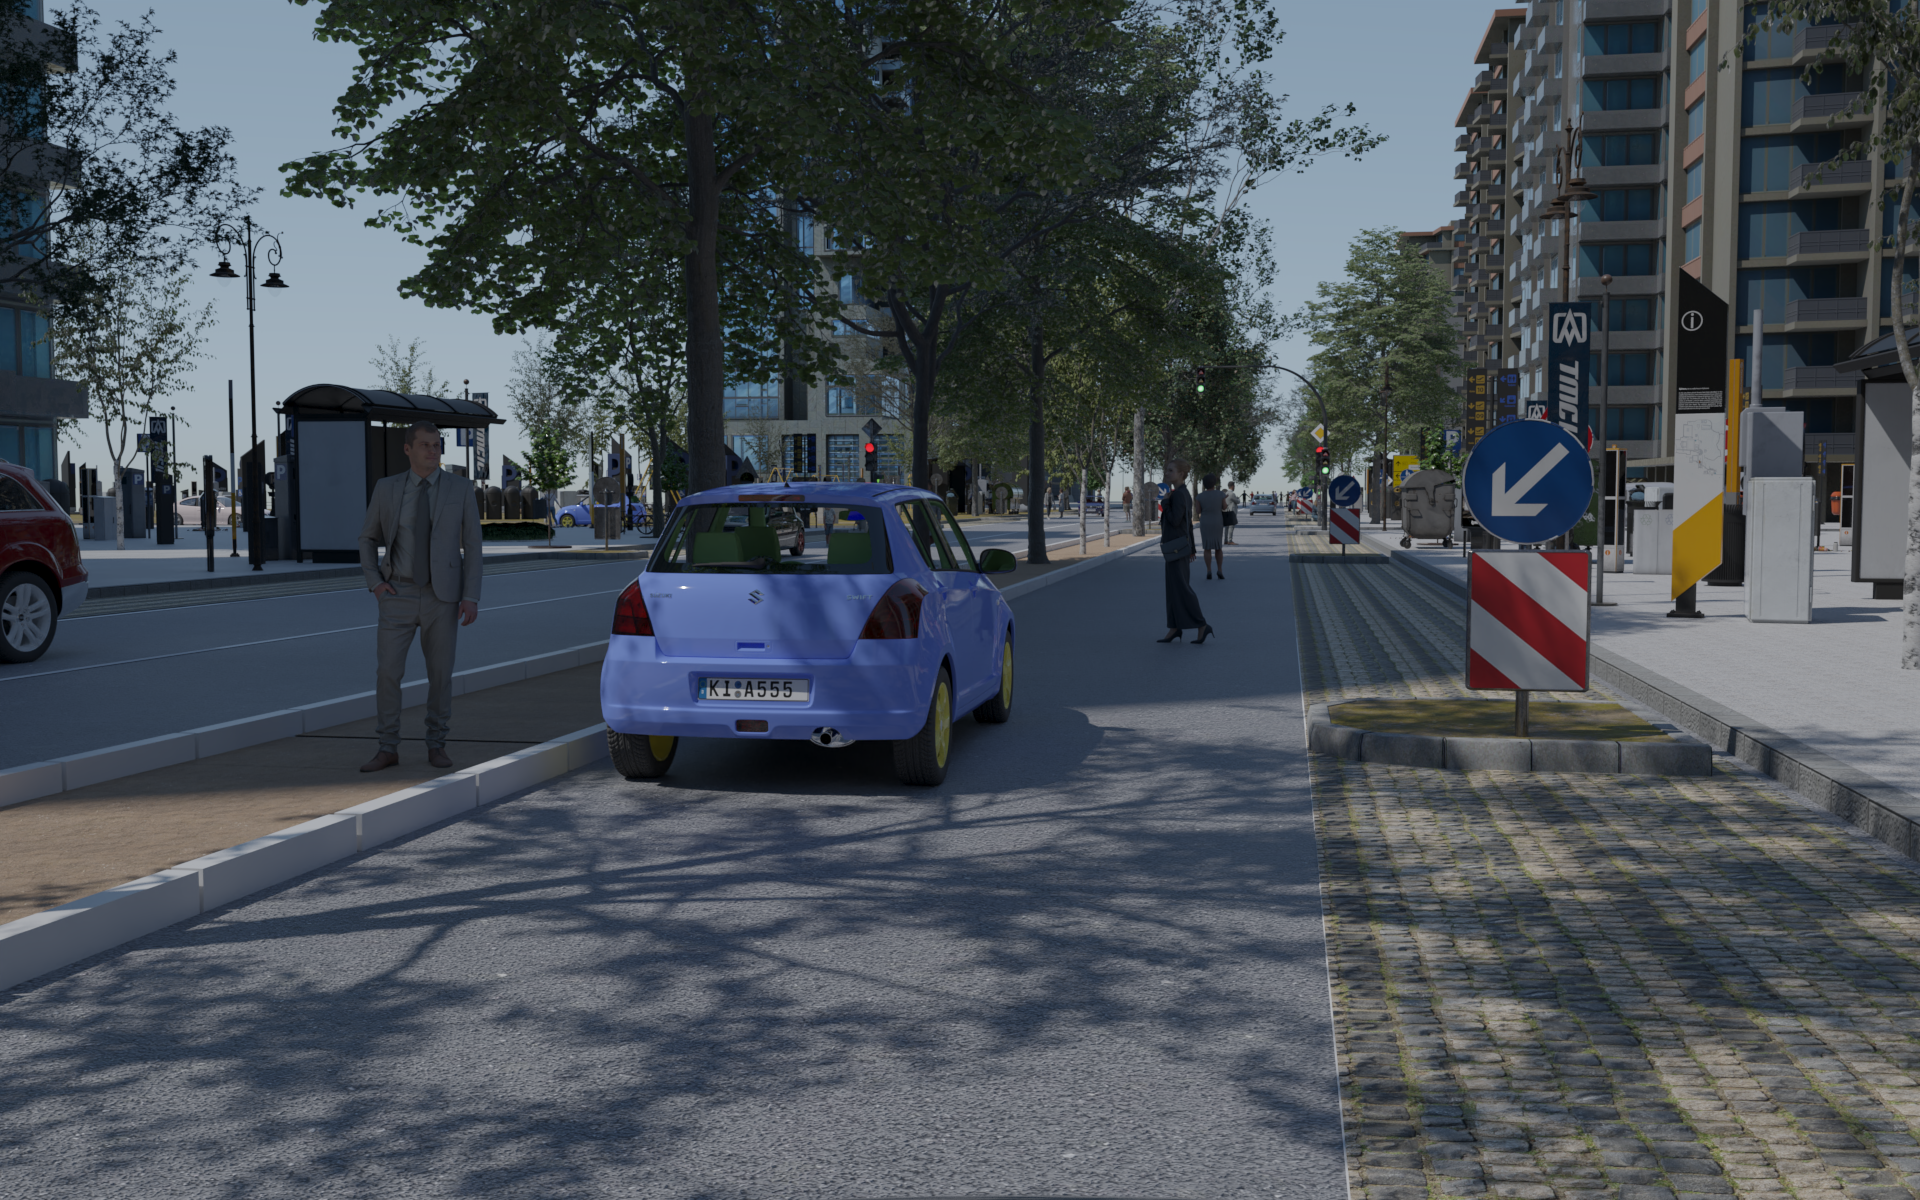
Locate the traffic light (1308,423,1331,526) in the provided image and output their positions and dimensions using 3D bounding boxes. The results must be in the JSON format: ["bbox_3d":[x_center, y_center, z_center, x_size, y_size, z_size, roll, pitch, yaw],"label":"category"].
[{"bbox_3d":[14.261,-4.880,68.706,0.839,4.253,0.868,1,4,11],"label":"traffic light"}]

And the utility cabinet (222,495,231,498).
[{"bbox_3d":[-41.098,-5.304,97.882,0.306,1.237,1.020,3,5,43],"label":"utility cabinet"}]

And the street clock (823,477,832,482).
[{"bbox_3d":[-5.558,-4.162,72.617,0.358,2.002,0.471,-2,4,-24],"label":"street clock"}]

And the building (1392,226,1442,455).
[{"bbox_3d":[81.573,-38.243,279.902,22.147,44.769,28.867,1,4,11],"label":"building"}]

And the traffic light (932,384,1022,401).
[{"bbox_3d":[0.294,-5.911,71.319,4.771,5.953,1.251,1,4,11],"label":"traffic light"}]

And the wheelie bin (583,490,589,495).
[{"bbox_3d":[-31.167,-8.393,145.134,0.980,1.594,0.693,-2,4,-23],"label":"wheelie bin"}]

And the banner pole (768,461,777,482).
[{"bbox_3d":[-14.124,-8.570,130.131,0.863,3.779,0.401,-1,4,-13],"label":"banner pole"}]

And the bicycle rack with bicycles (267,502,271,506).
[{"bbox_3d":[-58.517,-7.989,143.998,2.925,0.926,2.852,3,5,41],"label":"bicycle rack with bicycles"}]

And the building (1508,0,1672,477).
[{"bbox_3d":[51.476,-30.734,122.113,23.786,49.044,30.456,1,4,11],"label":"building"}]

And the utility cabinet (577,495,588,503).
[{"bbox_3d":[-25.153,-6.377,115.426,1.020,1.237,0.306,-1,4,-14],"label":"utility cabinet"}]

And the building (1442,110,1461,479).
[{"bbox_3d":[63.969,-32.329,183.203,22.147,44.769,28.867,1,4,11],"label":"building"}]

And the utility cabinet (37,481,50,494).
[{"bbox_3d":[-14.848,-1.154,27.544,1.173,1.500,0.318,3,5,40],"label":"utility cabinet"}]

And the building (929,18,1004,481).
[{"bbox_3d":[-10.374,-37.062,195.206,28.713,52.752,27.495,1,4,11],"label":"building"}]

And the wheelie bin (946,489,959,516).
[{"bbox_3d":[-0.467,-5.687,100.890,0.693,1.594,0.980,-1,4,-11],"label":"wheelie bin"}]

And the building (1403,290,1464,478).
[{"bbox_3d":[73.467,-29.815,259.169,14.160,30.474,14.107,1,4,11],"label":"building"}]

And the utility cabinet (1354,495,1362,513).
[{"bbox_3d":[26.195,-6.357,115.106,1.020,1.237,0.306,0,4,2],"label":"utility cabinet"}]

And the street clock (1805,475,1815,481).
[{"bbox_3d":[33.017,-3.846,67.460,0.471,2.002,0.358,-1,4,-16],"label":"street clock"}]

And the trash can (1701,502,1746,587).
[{"bbox_3d":[10.691,-0.766,24.178,0.748,1.137,0.748,0,3,0],"label":"trash can"}]

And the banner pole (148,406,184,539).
[{"bbox_3d":[-22.582,-3.623,49.249,0.863,3.779,0.401,-1,4,-23],"label":"banner pole"}]

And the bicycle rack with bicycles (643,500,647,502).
[{"bbox_3d":[-20.351,-6.145,113.848,2.925,0.926,2.852,-1,4,-13],"label":"bicycle rack with bicycles"}]

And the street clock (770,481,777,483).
[{"bbox_3d":[-10.223,-5.524,94.881,0.471,2.002,0.358,0,4,-2],"label":"street clock"}]

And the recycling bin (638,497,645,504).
[{"bbox_3d":[-24.129,-7.186,130.042,0.722,1.027,0.722,3,4,37],"label":"recycling bin"}]

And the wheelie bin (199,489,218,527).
[{"bbox_3d":[-29.148,-3.627,67.205,0.693,1.594,0.980,-2,4,-26],"label":"wheelie bin"}]

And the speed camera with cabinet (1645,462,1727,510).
[{"bbox_3d":[17.484,-2.884,41.482,2.038,3.252,0.660,-1,4,-10],"label":"speed camera with cabinet"}]

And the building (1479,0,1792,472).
[{"bbox_3d":[57.746,-30.607,155.050,22.147,44.769,28.867,1,4,11],"label":"building"}]

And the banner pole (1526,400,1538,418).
[{"bbox_3d":[13.681,-3.097,40.650,0.863,3.779,0.401,1,4,16],"label":"banner pole"}]

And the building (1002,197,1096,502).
[{"bbox_3d":[10.315,-45.326,283.077,21.231,58.520,28.212,1,4,11],"label":"building"}]

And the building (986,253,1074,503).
[{"bbox_3d":[0.240,-34.687,259.006,32.217,40.220,23.993,1,4,11],"label":"building"}]

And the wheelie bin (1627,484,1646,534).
[{"bbox_3d":[21.874,-2.927,55.764,0.693,1.594,0.980,0,4,1],"label":"wheelie bin"}]

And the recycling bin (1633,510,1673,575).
[{"bbox_3d":[11.205,-0.934,27.818,0.722,1.027,0.722,1,4,21],"label":"recycling bin"}]

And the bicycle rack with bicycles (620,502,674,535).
[{"bbox_3d":[-9.508,-2.580,55.567,2.925,0.926,2.852,1,4,14],"label":"bicycle rack with bicycles"}]

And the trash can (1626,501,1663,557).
[{"bbox_3d":[13.958,-1.454,35.427,0.748,1.137,0.748,0,3,0],"label":"trash can"}]

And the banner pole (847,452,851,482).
[{"bbox_3d":[-6.543,-6.856,102.116,0.401,3.779,0.863,1,4,9],"label":"banner pole"}]

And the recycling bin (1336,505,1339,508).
[{"bbox_3d":[29.321,-7.464,134.586,0.722,1.027,0.722,2,4,29],"label":"recycling bin"}]

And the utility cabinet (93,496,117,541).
[{"bbox_3d":[-23.747,-2.263,48.159,0.306,1.237,1.020,0,4,-8],"label":"utility cabinet"}]

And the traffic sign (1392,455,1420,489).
[{"bbox_3d":[23.469,-5.838,89.327,2.265,3.308,0.079,1,4,14],"label":"traffic sign"}]

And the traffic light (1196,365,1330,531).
[{"bbox_3d":[10.725,-5.286,61.098,4.771,5.953,1.251,1,4,11],"label":"traffic light"}]

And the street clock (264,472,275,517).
[{"bbox_3d":[-22.221,-3.148,56.045,0.358,2.002,0.471,2,4,34],"label":"street clock"}]

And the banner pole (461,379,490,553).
[{"bbox_3d":[-10.529,-2.914,37.656,0.863,3.779,0.401,2,4,28],"label":"banner pole"}]

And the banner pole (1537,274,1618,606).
[{"bbox_3d":[7.142,-1.827,19.883,0.863,3.779,0.401,1,4,8],"label":"banner pole"}]

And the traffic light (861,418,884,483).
[{"bbox_3d":[-3.241,-4.581,63.817,0.839,4.253,0.868,1,4,11],"label":"traffic light"}]

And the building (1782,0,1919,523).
[{"bbox_3d":[48.438,-26.234,83.553,28.867,44.769,22.147,1,4,11],"label":"building"}]

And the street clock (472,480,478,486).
[{"bbox_3d":[-24.894,-5.149,88.760,0.358,2.002,0.471,0,4,5],"label":"street clock"}]

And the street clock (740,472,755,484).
[{"bbox_3d":[-7.011,-3.215,57.129,0.471,2.002,0.358,0,4,-4],"label":"street clock"}]

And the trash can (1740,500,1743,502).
[{"bbox_3d":[19.904,-2.030,44.842,0.748,1.137,0.748,0,3,0],"label":"trash can"}]

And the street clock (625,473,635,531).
[{"bbox_3d":[-11.614,-3.447,60.927,0.358,2.002,0.471,-1,4,-21],"label":"street clock"}]

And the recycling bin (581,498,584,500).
[{"bbox_3d":[-23.684,-5.991,110.505,0.722,1.027,0.722,2,4,30],"label":"recycling bin"}]

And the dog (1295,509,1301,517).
[{"bbox_3d":[20.744,-5.319,106.247,0.540,0.507,0.406,2,4,30],"label":"dog"}]

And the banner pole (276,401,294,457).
[{"bbox_3d":[-18.078,-3.464,46.656,0.863,3.779,0.401,-2,4,-29],"label":"banner pole"}]

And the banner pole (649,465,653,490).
[{"bbox_3d":[-22.991,-8.560,129.972,0.401,3.779,0.863,3,5,44],"label":"banner pole"}]

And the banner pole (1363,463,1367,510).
[{"bbox_3d":[32.904,-9.211,140.608,0.401,3.779,0.863,1,4,23],"label":"banner pole"}]

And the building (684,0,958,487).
[{"bbox_3d":[-11.983,-52.101,164.517,22.319,86.520,31.000,1,4,11],"label":"building"}]

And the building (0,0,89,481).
[{"bbox_3d":[-42.105,-26.021,45.057,30.456,49.044,23.786,1,4,11],"label":"building"}]
